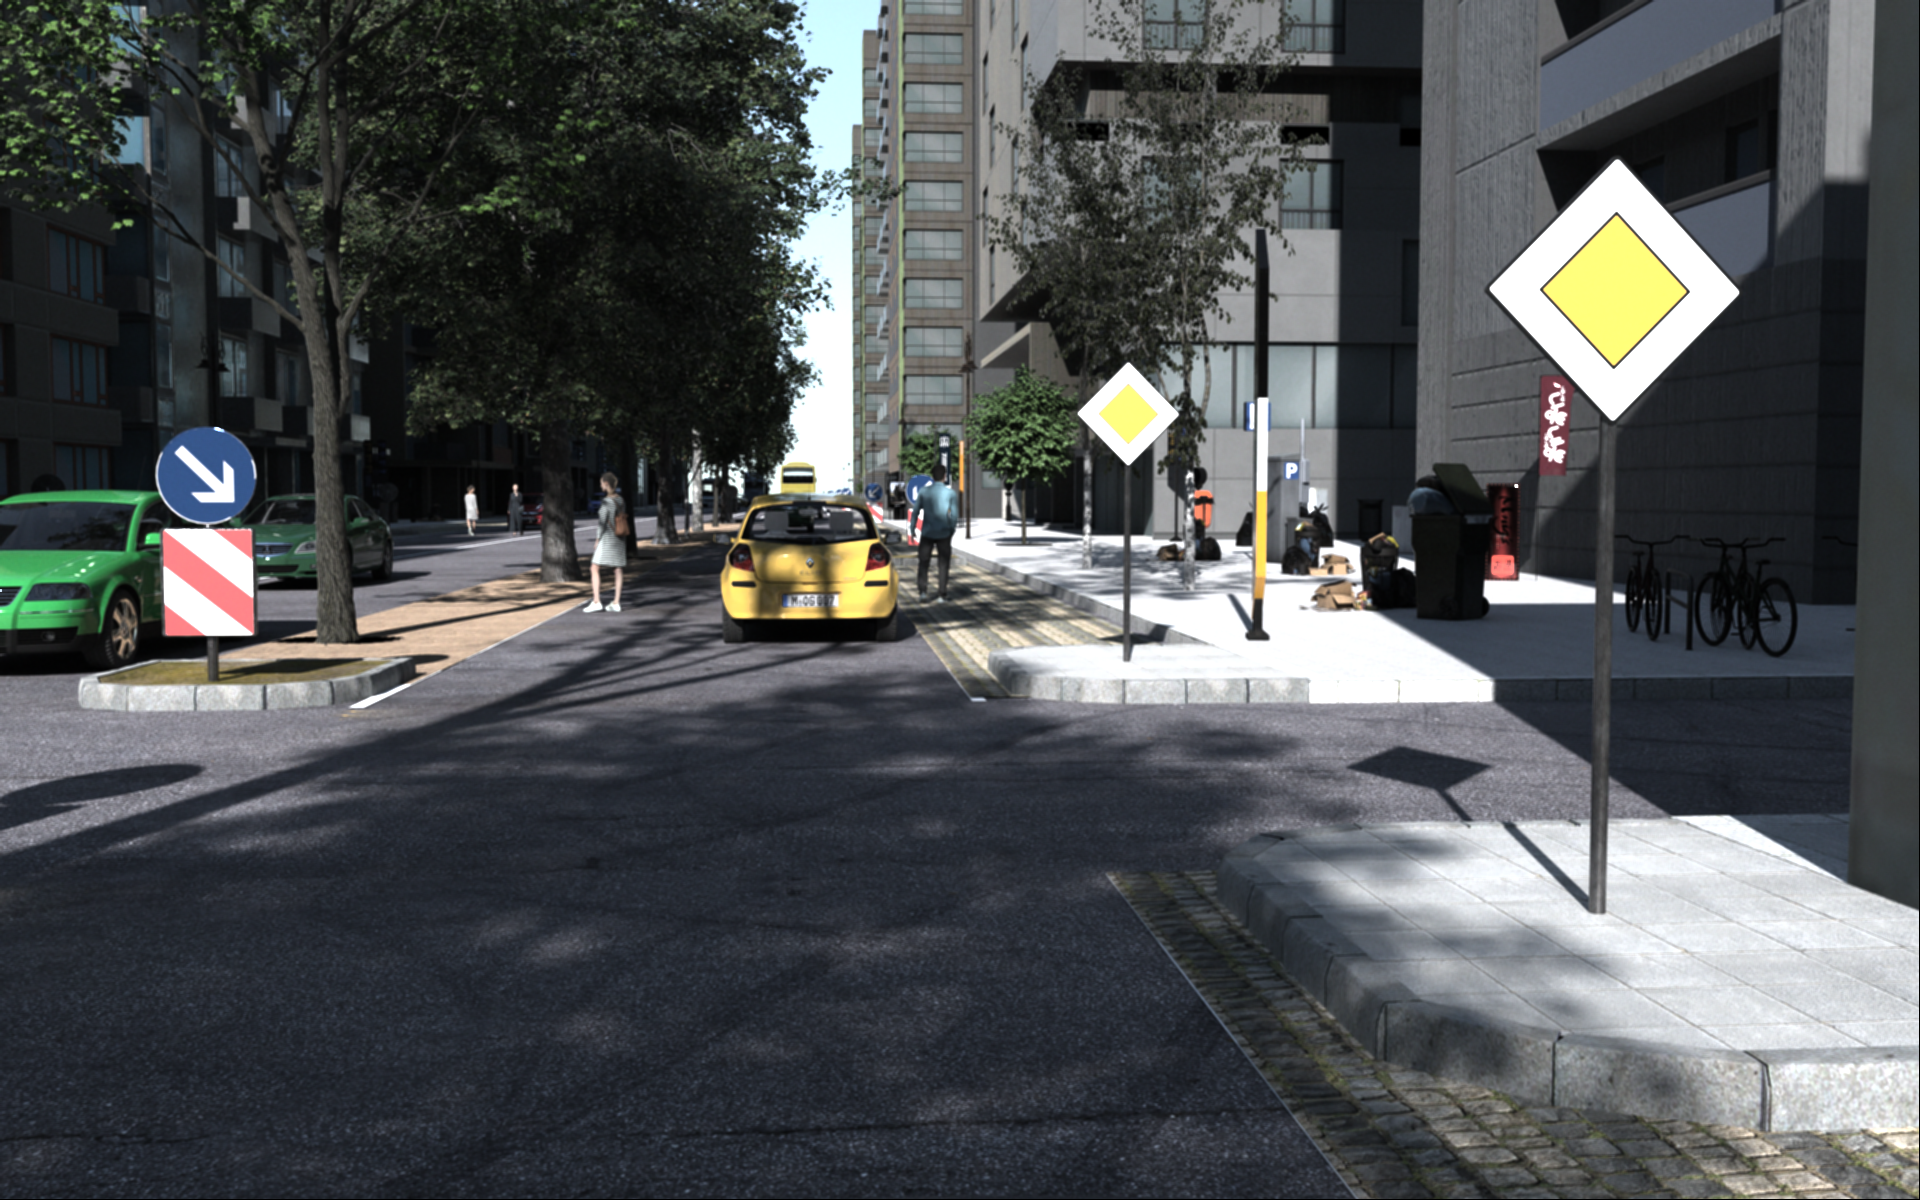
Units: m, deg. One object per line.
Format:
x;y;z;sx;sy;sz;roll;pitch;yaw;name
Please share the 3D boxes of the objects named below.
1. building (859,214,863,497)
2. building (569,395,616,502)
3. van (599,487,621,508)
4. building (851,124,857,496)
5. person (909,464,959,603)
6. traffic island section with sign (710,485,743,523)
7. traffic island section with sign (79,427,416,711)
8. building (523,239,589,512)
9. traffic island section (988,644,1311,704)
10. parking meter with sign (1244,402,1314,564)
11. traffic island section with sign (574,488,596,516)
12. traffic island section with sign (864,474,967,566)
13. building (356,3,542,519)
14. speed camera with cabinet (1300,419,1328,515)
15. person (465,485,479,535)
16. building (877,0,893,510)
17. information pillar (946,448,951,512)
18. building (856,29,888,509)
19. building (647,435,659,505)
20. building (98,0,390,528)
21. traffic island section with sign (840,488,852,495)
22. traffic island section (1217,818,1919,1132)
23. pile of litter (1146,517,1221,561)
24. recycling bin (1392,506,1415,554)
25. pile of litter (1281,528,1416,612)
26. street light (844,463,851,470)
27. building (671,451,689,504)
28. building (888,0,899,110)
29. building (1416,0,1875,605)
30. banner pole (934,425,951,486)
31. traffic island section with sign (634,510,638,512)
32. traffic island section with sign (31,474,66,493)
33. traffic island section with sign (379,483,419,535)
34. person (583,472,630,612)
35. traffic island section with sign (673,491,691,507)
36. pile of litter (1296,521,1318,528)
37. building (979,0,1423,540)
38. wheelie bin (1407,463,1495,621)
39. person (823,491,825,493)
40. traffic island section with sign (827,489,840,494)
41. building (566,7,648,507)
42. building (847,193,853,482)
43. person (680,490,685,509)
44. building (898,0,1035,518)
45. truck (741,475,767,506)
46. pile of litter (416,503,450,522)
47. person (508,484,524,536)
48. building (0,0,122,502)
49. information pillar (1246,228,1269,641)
-3.500;-25.042;181.142;14.160;30.474;14.107;0;4;-5;building
-46.187;-27.781;146.103;32.217;40.220;23.993;0;4;-5;building
-21.062;-6.067;106.201;2.013;2.044;4.112;0;4;-5;van
-5.161;-31.286;195.120;14.154;41.232;14.086;0;4;-5;building
-0.347;-0.863;22.638;0.660;1.820;0.620;0;4;5;person
-11.544;-4.839;87.261;2.006;1.907;1.989;0;4;-5;traffic island section with sign
-5.156;-0.260;12.393;2.006;1.907;1.989;0;4;-5;traffic island section with sign
-37.832;-41.901;123.340;20.563;71.187;20.611;0;4;-5;building
1.295;0.550;13.281;2.009;0.180;2.903;0;4;-5;traffic island section
5.954;-2.196;32.164;0.543;3.016;1.738;-1;4;-22;parking meter with sign
-24.403;-6.266;111.082;1.989;1.847;2.006;0;4;-5;traffic island section with sign
-0.924;-1.638;35.413;1.989;1.847;2.006;0;4;-5;traffic island section with sign
-36.415;-27.199;99.331;22.147;44.769;28.867;0;4;-5;building
9.207;-3.176;46.262;0.660;3.252;2.038;2;4;32;speed camera with cabinet
-16.865;-3.095;59.847;0.466;1.731;0.760;-1;4;-18;person
4.937;-31.533;135.165;23.786;49.044;30.456;0;4;-5;building
-0.618;-5.026;73.534;0.504;3.616;0.183;1;4;22;information pillar
-1.885;-28.963;157.134;14.154;41.232;14.086;0;4;-5;building
-43.045;-34.111;207.822;14.600;45.320;14.200;0;4;-5;building
-36.605;-27.350;66.773;23.786;49.044;30.456;0;4;-5;building
-3.259;-3.317;62.854;1.989;1.847;2.006;0;4;-5;traffic island section with sign
1.973;1.037;5.325;2.009;0.180;2.903;0;4;-5;traffic island section
4.343;-1.198;33.558;1.719;0.858;1.176;-1;4;-18;pile of litter
9.781;-1.507;37.197;0.722;1.027;0.722;-3;4;-39;recycling bin
4.502;-0.342;19.553;1.719;0.858;1.176;-2;4;-26;pile of litter
-13.353;-14.406;208.326;0.468;5.910;1.993;0;4;-5;street light
-44.739;-33.797;236.183;14.154;41.232;14.086;0;4;-5;building
2.570;-28.262;112.200;14.600;45.320;14.200;0;4;-5;building
23.414;-29.473;23.883;28.212;58.520;21.231;0;4;-5;building
-0.701;-4.456;62.879;0.863;3.779;0.401;2;4;31;banner pole
-26.681;-7.909;137.941;1.989;1.847;2.006;0;4;-5;traffic island section with sign
-17.796;-1.517;33.428;1.989;1.847;2.006;0;4;-5;traffic island section with sign
-20.109;-3.186;60.726;1.989;1.847;2.006;0;4;-5;traffic island section with sign
-4.273;-0.714;21.181;0.522;1.701;0.512;1;4;23;person
-31.446;-11.324;193.773;1.989;1.847;2.006;0;4;-5;traffic island section with sign
5.847;-0.853;27.911;1.719;0.858;1.176;-3;5;-39;pile of litter
15.276;-28.876;61.355;28.713;52.752;27.495;0;4;-5;building
5.020;-0.607;17.825;0.980;1.594;0.693;-3;5;-45;wheelie bin
-19.440;-14.600;246.847;1.348;1.869;0.705;-3;5;-42;person
-9.803;-8.007;139.549;1.989;1.847;2.006;0;4;-5;traffic island section with sign
-44.291;-53.240;183.147;22.319;86.520;31.000;0;4;-5;building
-3.190;-37.474;232.307;23.786;49.044;30.456;0;4;-5;building
-26.674;-9.705;167.310;0.705;1.807;1.348;-2;4;-34;person
3.474;-25.313;97.456;14.154;41.232;14.086;0;4;-5;building
-25.344;-13.746;214.500;2.967;4.110;18.799;0;4;-6;truck
-24.616;-4.089;80.819;1.719;0.858;1.176;3;4;38;pile of litter
-15.205;-3.080;59.282;0.576;1.772;0.534;0;4;-4;person
-33.703;-11.170;27.667;27.650;21.520;28.899;0;4;-5;building
2.626;-1.455;15.147;0.183;3.616;0.504;0;4;5;information pillar
